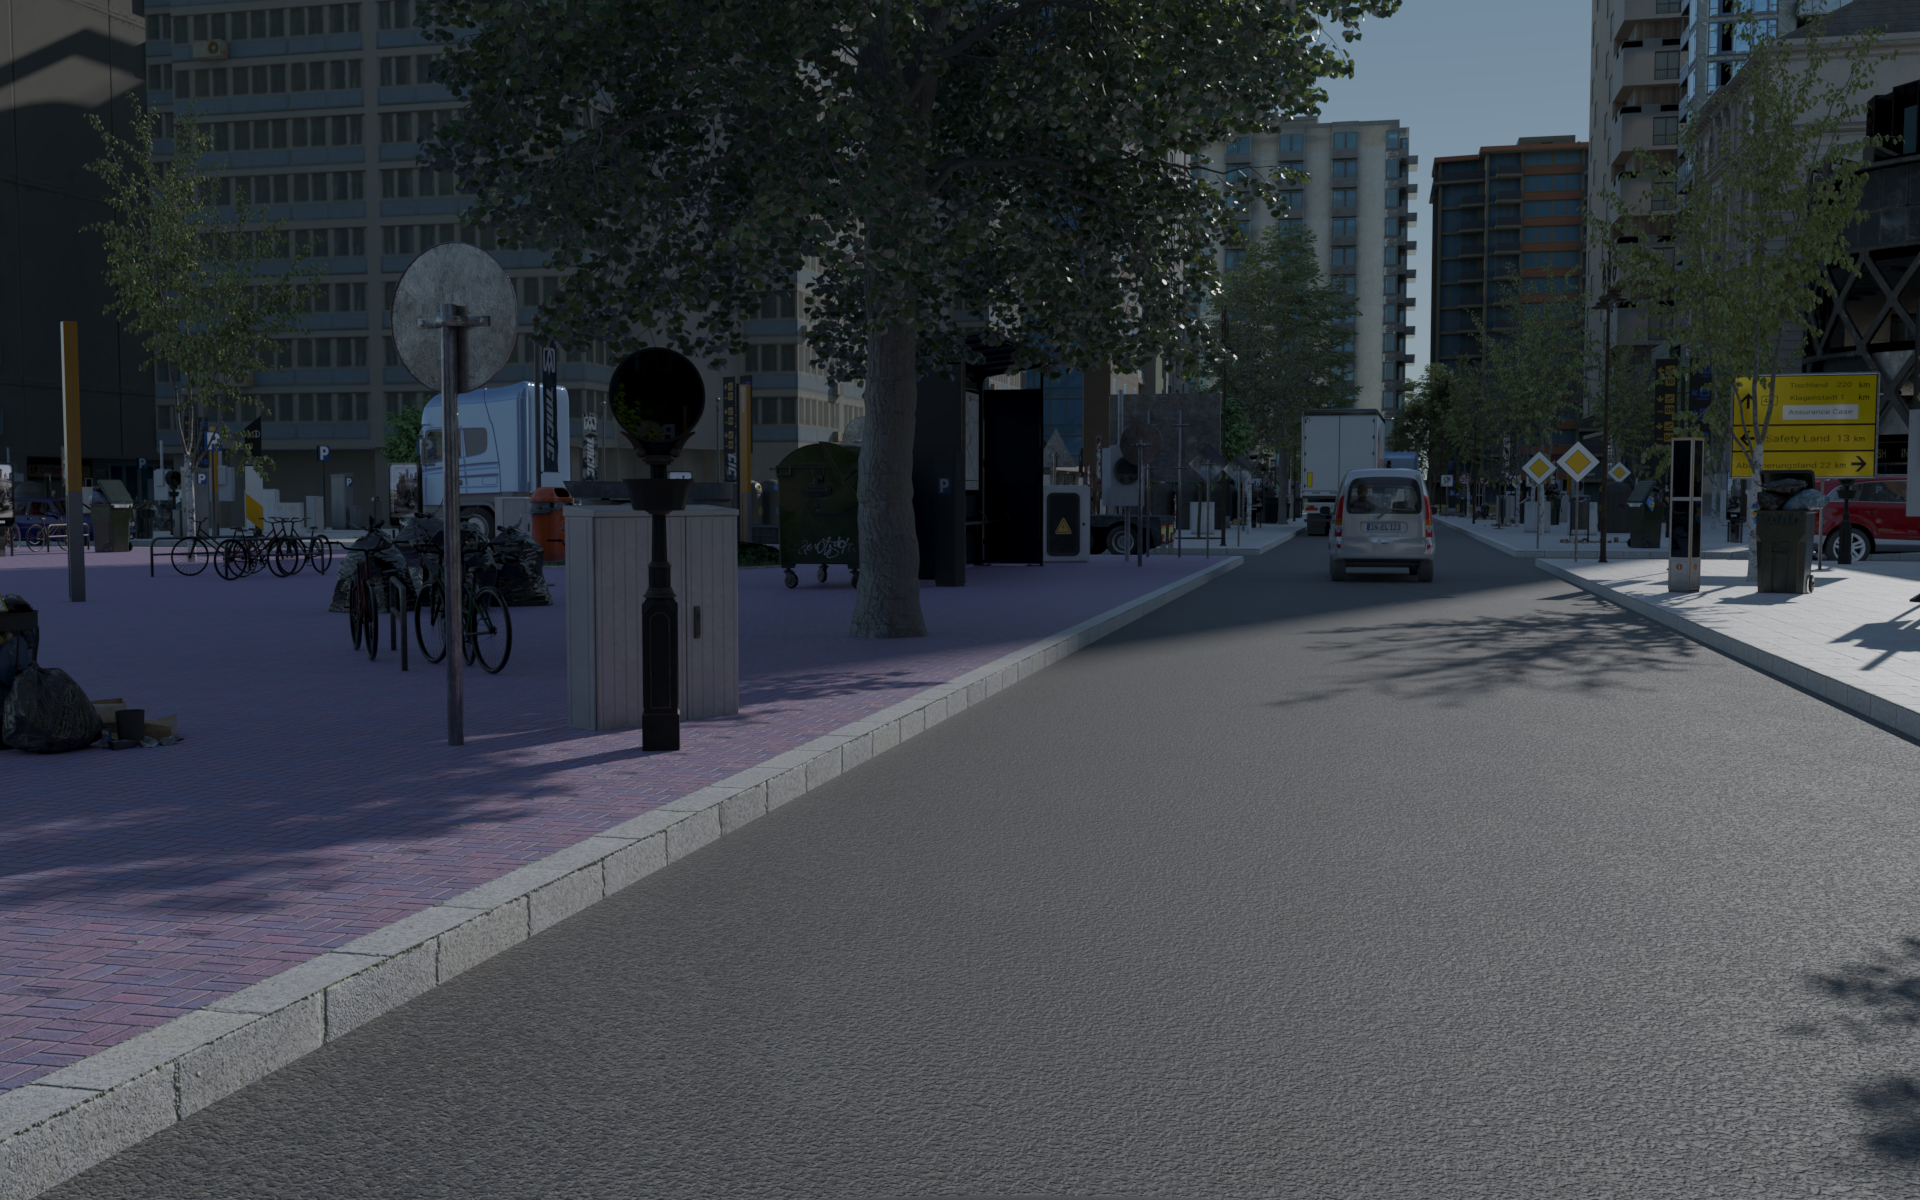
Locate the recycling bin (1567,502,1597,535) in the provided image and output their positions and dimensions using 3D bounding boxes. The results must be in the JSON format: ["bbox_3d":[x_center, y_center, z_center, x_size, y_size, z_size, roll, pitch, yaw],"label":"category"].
[{"bbox_3d":[19.392,-2.535,53.994,0.722,1.027,0.722,0,4,4],"label":"recycling bin"}]

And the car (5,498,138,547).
[{"bbox_3d":[-24.041,-2.053,46.148,3.894,1.354,1.945,1,4,14],"label":"car"}]

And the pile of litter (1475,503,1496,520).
[{"bbox_3d":[26.451,-4.446,86.661,1.719,0.858,1.176,0,4,-2],"label":"pile of litter"}]

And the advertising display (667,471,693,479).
[{"bbox_3d":[-7.798,-2.627,48.161,0.123,1.923,0.974,2,4,33],"label":"advertising display"}]

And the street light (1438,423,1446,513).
[{"bbox_3d":[31.344,-8.566,112.843,0.468,5.910,1.993,1,4,13],"label":"street light"}]

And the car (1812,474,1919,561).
[{"bbox_3d":[18.970,-1.570,34.344,5.304,1.827,2.281,1,4,11],"label":"car"}]

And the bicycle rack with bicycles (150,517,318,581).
[{"bbox_3d":[-11.096,-0.842,27.152,2.852,0.926,2.925,2,4,31],"label":"bicycle rack with bicycles"}]

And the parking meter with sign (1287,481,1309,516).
[{"bbox_3d":[19.068,-6.279,98.928,1.738,3.016,0.543,2,4,24],"label":"parking meter with sign"}]

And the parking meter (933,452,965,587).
[{"bbox_3d":[-0.149,-1.122,24.057,0.399,1.863,0.255,3,5,40],"label":"parking meter"}]

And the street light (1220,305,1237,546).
[{"bbox_3d":[6.503,-4.271,42.612,0.468,5.910,1.993,1,4,13],"label":"street light"}]

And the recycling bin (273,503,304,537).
[{"bbox_3d":[-19.726,-2.345,50.899,0.722,1.027,0.722,-1,4,-9],"label":"recycling bin"}]

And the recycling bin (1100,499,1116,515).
[{"bbox_3d":[7.275,-4.422,84.857,0.722,1.027,0.722,1,4,15],"label":"recycling bin"}]

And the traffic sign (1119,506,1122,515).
[{"bbox_3d":[4.266,-2.808,46.023,0.768,2.556,0.104,1,4,18],"label":"traffic sign"}]

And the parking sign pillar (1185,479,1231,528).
[{"bbox_3d":[9.460,-4.682,65.022,1.447,3.967,1.447,2,4,25],"label":"parking sign pillar"}]

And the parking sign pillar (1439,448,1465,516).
[{"bbox_3d":[28.846,-6.912,101.480,1.447,3.967,1.447,1,4,15],"label":"parking sign pillar"}]

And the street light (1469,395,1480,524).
[{"bbox_3d":[22.193,-6.230,74.648,0.468,5.910,1.993,1,4,13],"label":"street light"}]

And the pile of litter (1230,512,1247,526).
[{"bbox_3d":[11.494,-3.478,70.830,1.176,0.858,1.719,2,4,29],"label":"pile of litter"}]

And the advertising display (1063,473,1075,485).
[{"bbox_3d":[3.390,-2.974,53.845,0.123,1.923,0.974,1,4,20],"label":"advertising display"}]

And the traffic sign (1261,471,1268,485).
[{"bbox_3d":[16.883,-5.931,97.081,0.768,2.556,0.104,1,4,16],"label":"traffic sign"}]

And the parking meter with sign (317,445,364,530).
[{"bbox_3d":[-22.121,-4.019,61.966,1.738,3.016,0.543,2,4,24],"label":"parking meter with sign"}]

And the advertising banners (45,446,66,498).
[{"bbox_3d":[-33.083,-4.083,62.952,2.074,3.025,0.090,1,4,11],"label":"advertising banners"}]

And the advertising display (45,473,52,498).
[{"bbox_3d":[-28.007,-2.937,53.242,0.123,1.923,0.974,-2,4,-25],"label":"advertising display"}]

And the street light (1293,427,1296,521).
[{"bbox_3d":[15.683,-6.623,81.080,0.468,5.910,1.993,1,4,13],"label":"street light"}]

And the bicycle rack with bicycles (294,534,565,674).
[{"bbox_3d":[-3.582,-0.006,13.475,2.852,0.926,2.925,-1,4,-19],"label":"bicycle rack with bicycles"}]

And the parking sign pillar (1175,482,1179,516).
[{"bbox_3d":[13.256,-6.929,101.762,1.447,3.967,1.447,-1,4,-16],"label":"parking sign pillar"}]

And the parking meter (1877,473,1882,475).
[{"bbox_3d":[25.005,-2.529,47.054,0.255,1.863,0.399,-3,5,-45],"label":"parking meter"}]

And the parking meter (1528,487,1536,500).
[{"bbox_3d":[33.231,-5.804,100.614,0.399,1.863,0.255,0,4,6],"label":"parking meter"}]

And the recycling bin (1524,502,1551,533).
[{"bbox_3d":[19.218,-2.757,57.632,0.722,1.027,0.722,2,4,29],"label":"recycling bin"}]

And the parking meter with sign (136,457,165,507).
[{"bbox_3d":[-38.176,-5.259,82.247,1.738,3.016,0.543,1,4,19],"label":"parking meter with sign"}]

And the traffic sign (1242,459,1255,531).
[{"bbox_3d":[9.761,-3.638,59.588,0.768,2.556,0.104,1,4,15],"label":"traffic sign"}]

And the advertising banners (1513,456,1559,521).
[{"bbox_3d":[26.770,-5.159,80.533,2.074,3.025,0.090,0,4,3],"label":"advertising banners"}]

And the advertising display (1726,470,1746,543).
[{"bbox_3d":[20.504,-2.482,45.788,0.123,1.923,0.974,0,4,3],"label":"advertising display"}]

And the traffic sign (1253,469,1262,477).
[{"bbox_3d":[14.895,-5.348,87.550,0.768,2.556,0.104,1,4,23],"label":"traffic sign"}]

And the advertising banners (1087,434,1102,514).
[{"bbox_3d":[3.743,-3.301,50.163,0.090,3.025,2.074,2,4,26],"label":"advertising banners"}]

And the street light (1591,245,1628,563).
[{"bbox_3d":[12.057,-3.640,32.307,0.468,5.910,1.993,1,4,13],"label":"street light"}]

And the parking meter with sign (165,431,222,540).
[{"bbox_3d":[-21.430,-3.197,48.525,1.738,3.016,0.543,2,4,32],"label":"parking meter with sign"}]

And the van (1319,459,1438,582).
[{"bbox_3d":[7.187,-1.386,29.681,2.013,2.044,4.112,1,4,12],"label":"van"}]

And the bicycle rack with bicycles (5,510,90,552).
[{"bbox_3d":[-21.042,-1.551,38.737,2.852,0.926,2.925,0,4,1],"label":"bicycle rack with bicycles"}]

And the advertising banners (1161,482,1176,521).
[{"bbox_3d":[10.196,-5.319,83.153,0.090,3.025,2.074,3,5,43],"label":"advertising banners"}]

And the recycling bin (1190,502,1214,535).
[{"bbox_3d":[7.717,-2.610,55.222,0.722,1.027,0.722,0,4,3],"label":"recycling bin"}]

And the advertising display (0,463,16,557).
[{"bbox_3d":[-19.643,-1.839,35.278,0.123,1.923,0.974,1,4,10],"label":"advertising display"}]

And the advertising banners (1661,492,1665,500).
[{"bbox_3d":[36.785,-5.725,89.790,2.074,3.025,0.090,-3,4,-38],"label":"advertising banners"}]

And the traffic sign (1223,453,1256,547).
[{"bbox_3d":[6.800,-2.359,42.205,0.795,2.450,0.064,1,4,13],"label":"traffic sign"}]

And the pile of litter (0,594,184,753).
[{"bbox_3d":[-4.887,0.302,9.021,1.719,0.858,1.176,2,4,27],"label":"pile of litter"}]

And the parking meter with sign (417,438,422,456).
[{"bbox_3d":[-16.561,-3.496,53.427,0.543,3.016,1.738,-1,4,-10],"label":"parking meter with sign"}]
